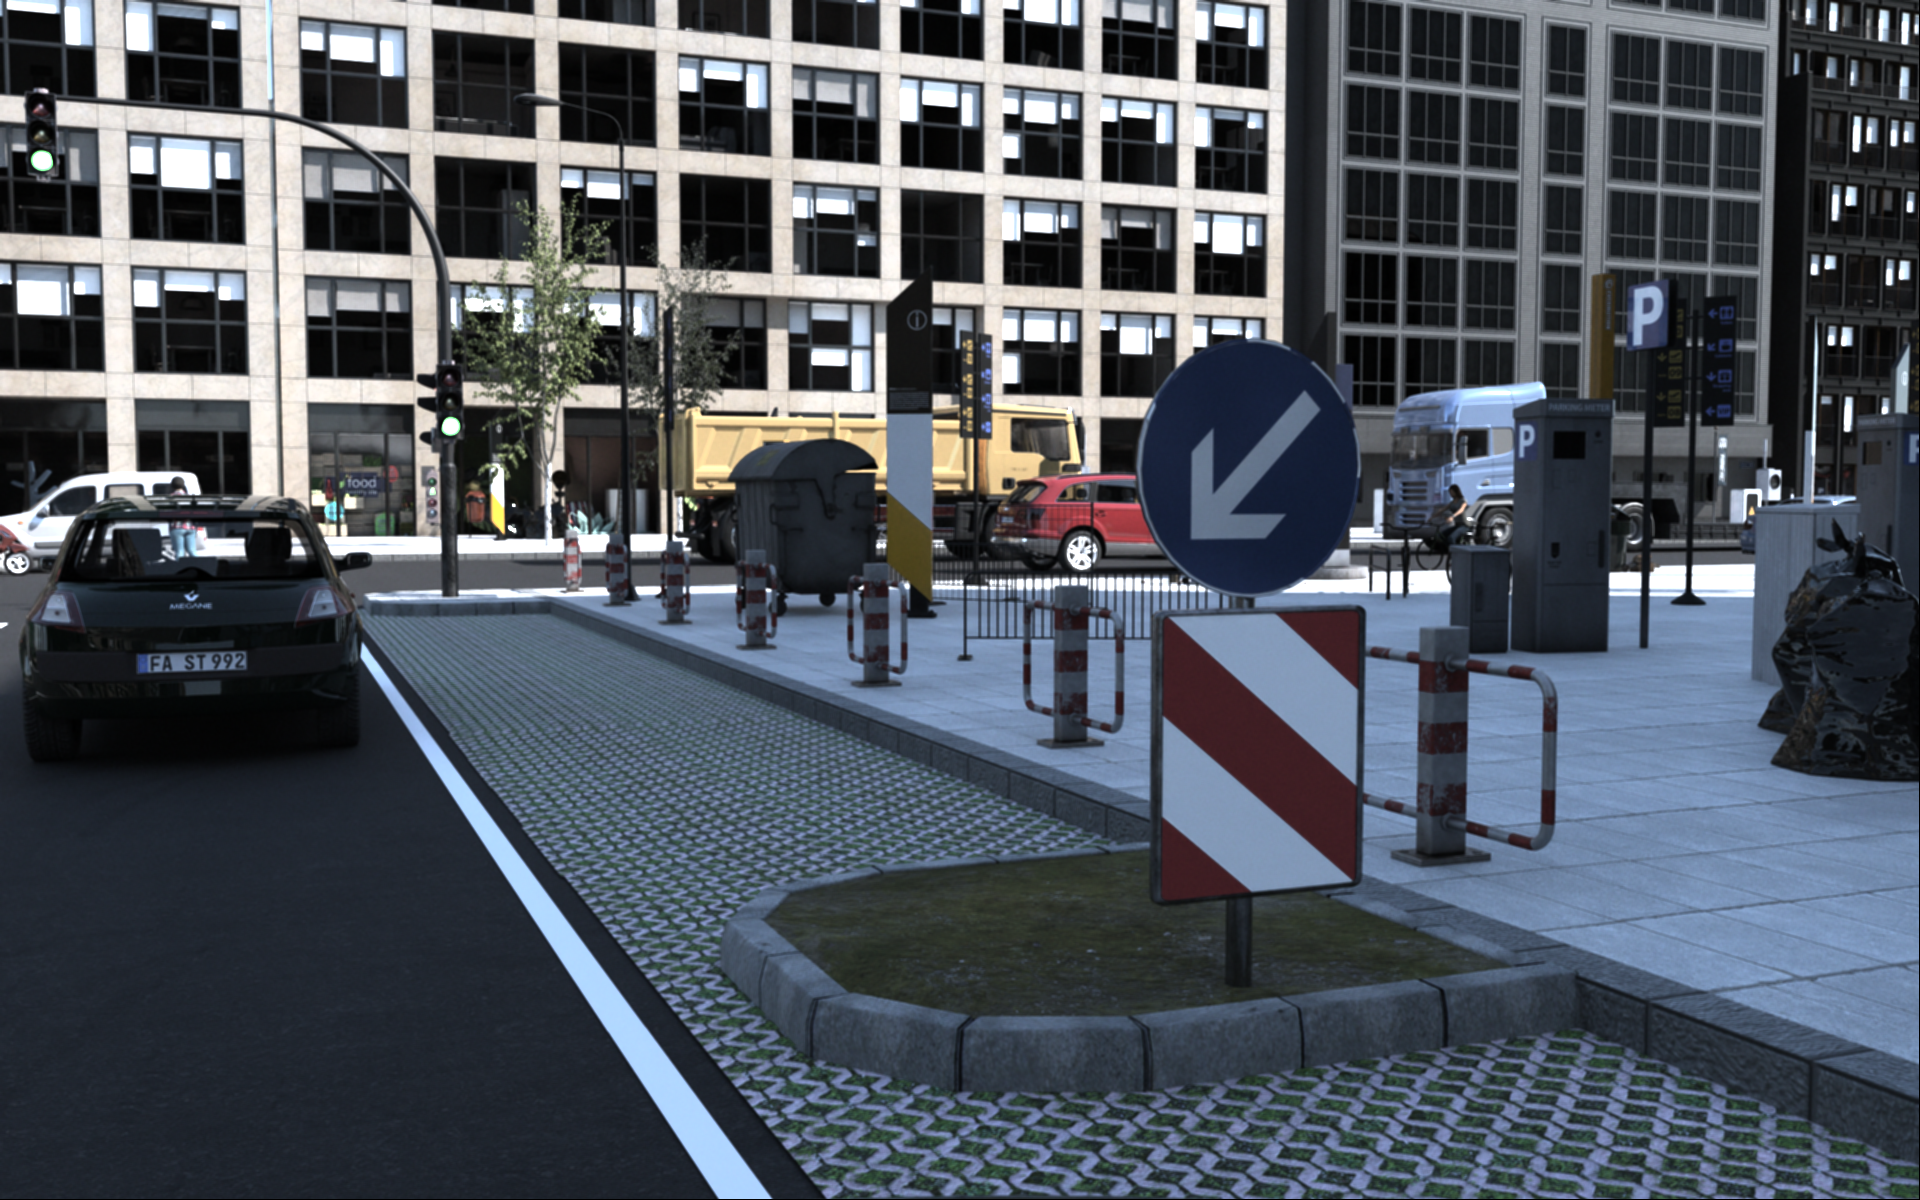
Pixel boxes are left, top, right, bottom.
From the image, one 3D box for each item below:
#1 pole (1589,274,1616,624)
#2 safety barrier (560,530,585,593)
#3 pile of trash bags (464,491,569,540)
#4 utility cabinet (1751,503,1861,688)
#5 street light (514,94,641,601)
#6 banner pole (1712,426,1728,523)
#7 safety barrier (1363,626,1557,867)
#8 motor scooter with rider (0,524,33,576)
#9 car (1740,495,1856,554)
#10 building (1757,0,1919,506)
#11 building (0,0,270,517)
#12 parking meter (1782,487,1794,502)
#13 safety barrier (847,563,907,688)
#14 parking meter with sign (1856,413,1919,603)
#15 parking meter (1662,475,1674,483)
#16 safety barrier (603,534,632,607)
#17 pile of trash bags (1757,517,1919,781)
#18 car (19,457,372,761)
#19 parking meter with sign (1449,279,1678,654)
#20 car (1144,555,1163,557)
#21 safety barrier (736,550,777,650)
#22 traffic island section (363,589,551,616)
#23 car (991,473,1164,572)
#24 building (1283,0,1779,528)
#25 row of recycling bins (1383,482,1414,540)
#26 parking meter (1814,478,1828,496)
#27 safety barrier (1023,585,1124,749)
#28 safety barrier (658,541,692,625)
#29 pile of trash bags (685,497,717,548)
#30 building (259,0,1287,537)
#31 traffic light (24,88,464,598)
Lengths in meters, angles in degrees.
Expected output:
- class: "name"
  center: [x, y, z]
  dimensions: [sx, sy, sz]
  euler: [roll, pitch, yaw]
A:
- class: "pole"
  center: [5.977, -1.366, 16.177]
  dimensions: [0.158, 3.312, 0.155]
  euler: [0, 3, 0]
- class: "safety barrier"
  center: [-5.061, -0.509, 22.597]
  dimensions: [0.300, 0.817, 1.120]
  euler: [-1, 4, -22]
- class: "pile of trash bags"
  center: [-12.891, -2.465, 50.050]
  dimensions: [3.447, 1.369, 1.912]
  euler: [2, 4, 24]
- class: "utility cabinet"
  center: [5.579, -0.019, 11.480]
  dimensions: [0.306, 1.237, 1.020]
  euler: [0, 4, 5]
- class: "street light"
  center: [-4.514, -2.932, 20.477]
  dimensions: [1.470, 5.913, 1.316]
  euler: [-1, 4, -22]
- class: "banner pole"
  center: [28.105, -4.533, 64.128]
  dimensions: [0.863, 3.779, 0.401]
  euler: [-2, 4, -26]
- class: "safety barrier"
  center: [1.689, 0.502, 6.060]
  dimensions: [0.300, 0.817, 1.120]
  euler: [-1, 4, -22]
- class: "motor scooter with rider"
  center: [-17.233, -1.291, 30.071]
  dimensions: [1.986, 1.779, 0.876]
  euler: [-1, 4, -22]
- class: "car"
  center: [17.772, -1.386, 34.659]
  dimensions: [4.499, 1.417, 2.014]
  euler: [-1, 4, -23]
- class: "building"
  center: [39.701, -15.306, 79.929]
  dimensions: [15.834, 23.373, 12.332]
  euler: [-1, 4, -22]
- class: "building"
  center: [-39.072, -15.125, 51.802]
  dimensions: [34.151, 26.468, 19.350]
  euler: [-1, 4, -22]
- class: "parking meter"
  center: [29.074, -3.208, 60.868]
  dimensions: [0.372, 1.533, 0.369]
  euler: [0, 3, 0]
- class: "safety barrier"
  center: [-0.560, 0.165, 11.574]
  dimensions: [0.300, 0.817, 1.120]
  euler: [-1, 4, -22]
- class: "parking meter with sign"
  center: [9.015, -1.247, 16.648]
  dimensions: [0.543, 3.016, 1.738]
  euler: [0, 4, -6]
- class: "parking meter"
  center: [21.684, -2.897, 53.076]
  dimensions: [0.255, 1.863, 0.399]
  euler: [0, 4, 2]
- class: "safety barrier"
  center: [-3.936, -0.341, 19.850]
  dimensions: [0.300, 0.817, 1.120]
  euler: [-1, 4, -22]
- class: "pile of trash bags"
  center: [4.697, 0.115, 7.880]
  dimensions: [1.912, 1.369, 3.447]
  euler: [2, 4, 25]
- class: "car"
  center: [-4.724, -0.066, 10.871]
  dimensions: [2.009, 1.686, 4.222]
  euler: [-1, 4, -21]
- class: "parking meter with sign"
  center: [4.895, -1.093, 14.139]
  dimensions: [1.738, 3.016, 0.543]
  euler: [-1, 4, -14]
- class: "car"
  center: [6.257, -1.871, 39.264]
  dimensions: [5.304, 1.827, 2.281]
  euler: [-2, 4, -24]
- class: "safety barrier"
  center: [-1.690, -0.004, 14.340]
  dimensions: [0.300, 0.817, 1.120]
  euler: [-1, 4, -22]
- class: "traffic island section"
  center: [-6.337, 0.043, 21.586]
  dimensions: [2.009, 0.180, 2.903]
  euler: [-1, 4, -22]
- class: "car"
  center: [3.211, -1.449, 32.369]
  dimensions: [5.304, 1.827, 2.281]
  euler: [-1, 4, -22]
- class: "building"
  center: [20.559, -17.091, 72.950]
  dimensions: [24.014, 27.812, 14.314]
  euler: [-1, 4, -22]
- class: "row of recycling bins"
  center: [12.757, -2.614, 49.848]
  dimensions: [1.069, 1.692, 3.534]
  euler: [1, 4, 21]
- class: "parking meter"
  center: [31.392, -3.515, 63.184]
  dimensions: [0.399, 1.863, 0.255]
  euler: [2, 4, 33]
- class: "safety barrier"
  center: [0.565, 0.333, 8.823]
  dimensions: [0.300, 0.817, 1.120]
  euler: [-1, 4, -22]
- class: "safety barrier"
  center: [-2.815, -0.173, 17.098]
  dimensions: [0.300, 0.817, 1.120]
  euler: [-1, 4, -22]
- class: "pile of trash bags"
  center: [-5.745, -1.957, 41.756]
  dimensions: [1.912, 1.369, 3.447]
  euler: [0, 4, 6]
- class: "building"
  center: [-7.622, -15.938, 65.096]
  dimensions: [34.151, 26.468, 19.350]
  euler: [-1, 4, -22]
- class: "traffic light"
  center: [-8.282, -2.805, 20.533]
  dimensions: [4.771, 5.953, 1.251]
  euler: [-1, 4, -22]
